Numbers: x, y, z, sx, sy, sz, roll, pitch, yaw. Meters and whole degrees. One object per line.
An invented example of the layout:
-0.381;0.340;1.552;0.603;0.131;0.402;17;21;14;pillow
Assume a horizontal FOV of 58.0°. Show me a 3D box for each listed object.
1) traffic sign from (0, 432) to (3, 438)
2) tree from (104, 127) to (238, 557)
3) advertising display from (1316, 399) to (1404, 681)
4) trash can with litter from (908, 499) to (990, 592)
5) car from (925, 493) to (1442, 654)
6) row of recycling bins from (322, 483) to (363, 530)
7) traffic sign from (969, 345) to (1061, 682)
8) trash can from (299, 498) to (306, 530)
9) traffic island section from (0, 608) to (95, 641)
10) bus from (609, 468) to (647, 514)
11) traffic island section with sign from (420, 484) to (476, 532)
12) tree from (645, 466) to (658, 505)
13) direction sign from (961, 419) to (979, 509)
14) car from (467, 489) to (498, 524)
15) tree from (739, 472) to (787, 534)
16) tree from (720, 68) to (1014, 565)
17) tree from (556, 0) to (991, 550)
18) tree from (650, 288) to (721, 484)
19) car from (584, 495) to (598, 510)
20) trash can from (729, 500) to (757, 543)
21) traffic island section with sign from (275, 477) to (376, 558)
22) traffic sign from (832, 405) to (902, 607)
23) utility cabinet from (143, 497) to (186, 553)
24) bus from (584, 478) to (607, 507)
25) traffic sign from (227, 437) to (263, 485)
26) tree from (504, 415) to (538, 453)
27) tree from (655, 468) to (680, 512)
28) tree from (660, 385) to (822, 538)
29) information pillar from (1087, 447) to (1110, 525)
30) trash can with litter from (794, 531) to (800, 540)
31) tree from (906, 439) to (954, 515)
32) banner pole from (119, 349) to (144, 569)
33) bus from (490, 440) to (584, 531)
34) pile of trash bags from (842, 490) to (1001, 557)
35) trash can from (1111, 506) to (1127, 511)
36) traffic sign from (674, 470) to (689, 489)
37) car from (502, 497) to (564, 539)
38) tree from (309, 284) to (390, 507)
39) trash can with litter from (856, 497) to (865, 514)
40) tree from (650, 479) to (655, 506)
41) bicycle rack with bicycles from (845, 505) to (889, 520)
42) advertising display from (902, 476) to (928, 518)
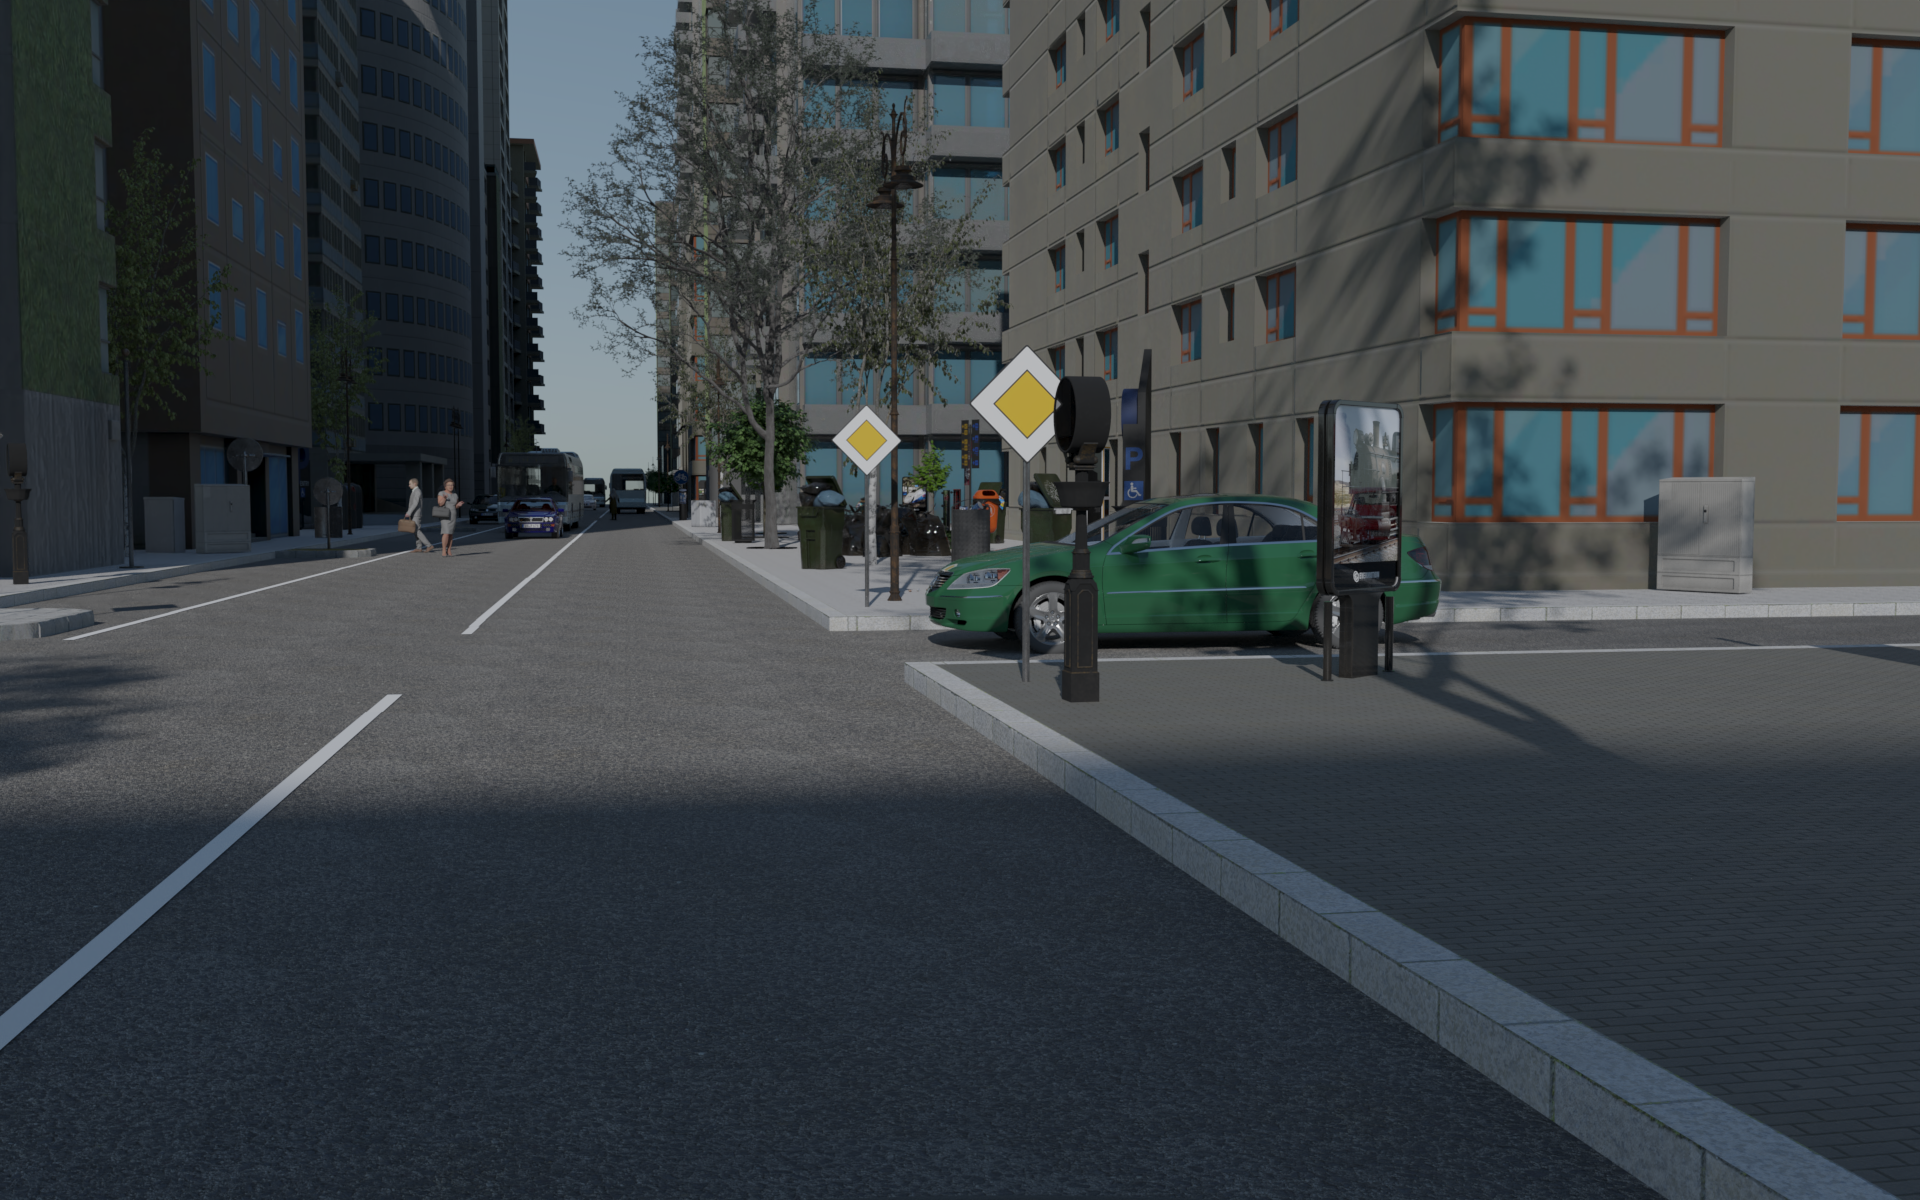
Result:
-10.288;-0.870;17.868;0.795;2.450;0.064;-1;4;-11;traffic sign
-17.049;-5.203;35.434;4.737;8.622;4.395;0;3;0;tree
2.808;-0.424;12.146;0.123;1.923;0.974;3;5;43;advertising display
0.514;-0.732;23.021;2.233;1.210;1.678;1;4;9;trash can with litter
2.109;-0.293;16.596;4.920;1.459;2.131;-1;4;-10;car
-22.656;-3.446;63.451;1.069;1.692;3.534;-1;4;-8;row of recycling bins
0.448;-0.497;11.771;0.795;2.450;0.064;-1;4;-11;traffic sign
-23.744;-3.069;61.833;0.748;1.137;0.748;0;3;0;trash can
-10.310;0.266;17.926;2.009;0.180;2.903;-1;4;-11;traffic island section
-24.932;-8.272;130.108;2.948;3.499;13.247;-1;4;-11;bus
-19.602;-3.526;66.273;1.989;1.847;2.006;-1;4;-11;traffic island section with sign
-35.112;-13.166;198.969;4.285;4.588;4.351;0;3;0;tree
0.314;-3.724;52.882;0.379;3.537;0.876;-3;4;-37;direction sign
-22.665;-4.501;83.376;2.009;1.686;4.222;-1;4;-12;car
-6.034;-3.745;55.829;1.663;3.219;1.824;0;3;0;tree
-1.392;-4.940;31.137;4.360;8.622;3.978;0;3;0;tree
-4.556;-7.936;40.123;12.009;13.543;11.850;0;3;0;tree
-8.580;-6.752;60.750;4.360;8.622;3.978;0;3;0;tree
-33.234;-8.646;153.716;2.083;1.381;4.827;-1;4;-12;car
-5.669;-2.057;45.283;0.748;1.137;0.748;0;3;0;trash can
-14.530;-1.906;39.797;1.989;1.847;2.006;-1;4;-11;traffic island section with sign
-1.058;-0.977;19.613;0.795;2.450;0.064;-1;4;-11;traffic sign
-17.422;-1.639;37.953;1.020;1.237;0.306;2;4;30;utility cabinet
-40.169;-11.926;189.849;2.948;3.499;13.247;-1;4;-11;bus
-16.105;-2.381;39.040;0.768;2.556;0.104;-1;4;-11;traffic sign
-40.446;-12.717;158.286;4.737;8.622;4.395;0;3;0;tree
-21.178;-8.085;126.784;1.663;3.219;1.824;0;3;0;tree
-5.641;-4.093;50.641;4.285;4.588;4.351;0;3;0;tree
2.141;-1.372;26.922;0.304;2.012;0.304;2;4;24;information pillar
-4.071;-2.239;47.987;1.055;1.170;0.624;0;4;-3;trash can with litter
-1.081;-4.086;61.409;1.663;3.219;1.824;0;3;0;tree
-14.441;-2.452;30.107;0.401;3.779;0.863;-1;4;-22;banner pole
-16.768;-4.576;69.684;2.948;3.499;13.247;-1;4;-9;bus
-0.765;-1.628;36.363;3.447;1.369;1.912;-1;4;-22;pile of trash bags
2.208;-0.574;21.036;0.748;1.137;0.748;0;3;0;trash can
-14.545;-5.522;90.386;0.768;2.556;0.104;-1;4;-10;traffic sign
-13.933;-2.698;56.689;1.945;1.354;3.894;-1;4;-11;car
-21.770;-6.701;59.917;4.737;8.622;4.395;0;3;0;tree
-3.274;-3.189;63.534;0.624;1.170;1.055;2;4;35;trash can with litter
-33.305;-11.962;190.185;1.663;3.219;1.824;0;3;0;tree
-3.152;-2.659;56.862;2.925;0.926;2.852;3;5;43;bicycle rack with bicycles
-1.658;-3.564;63.481;0.974;1.923;0.123;1;4;22;advertising display
